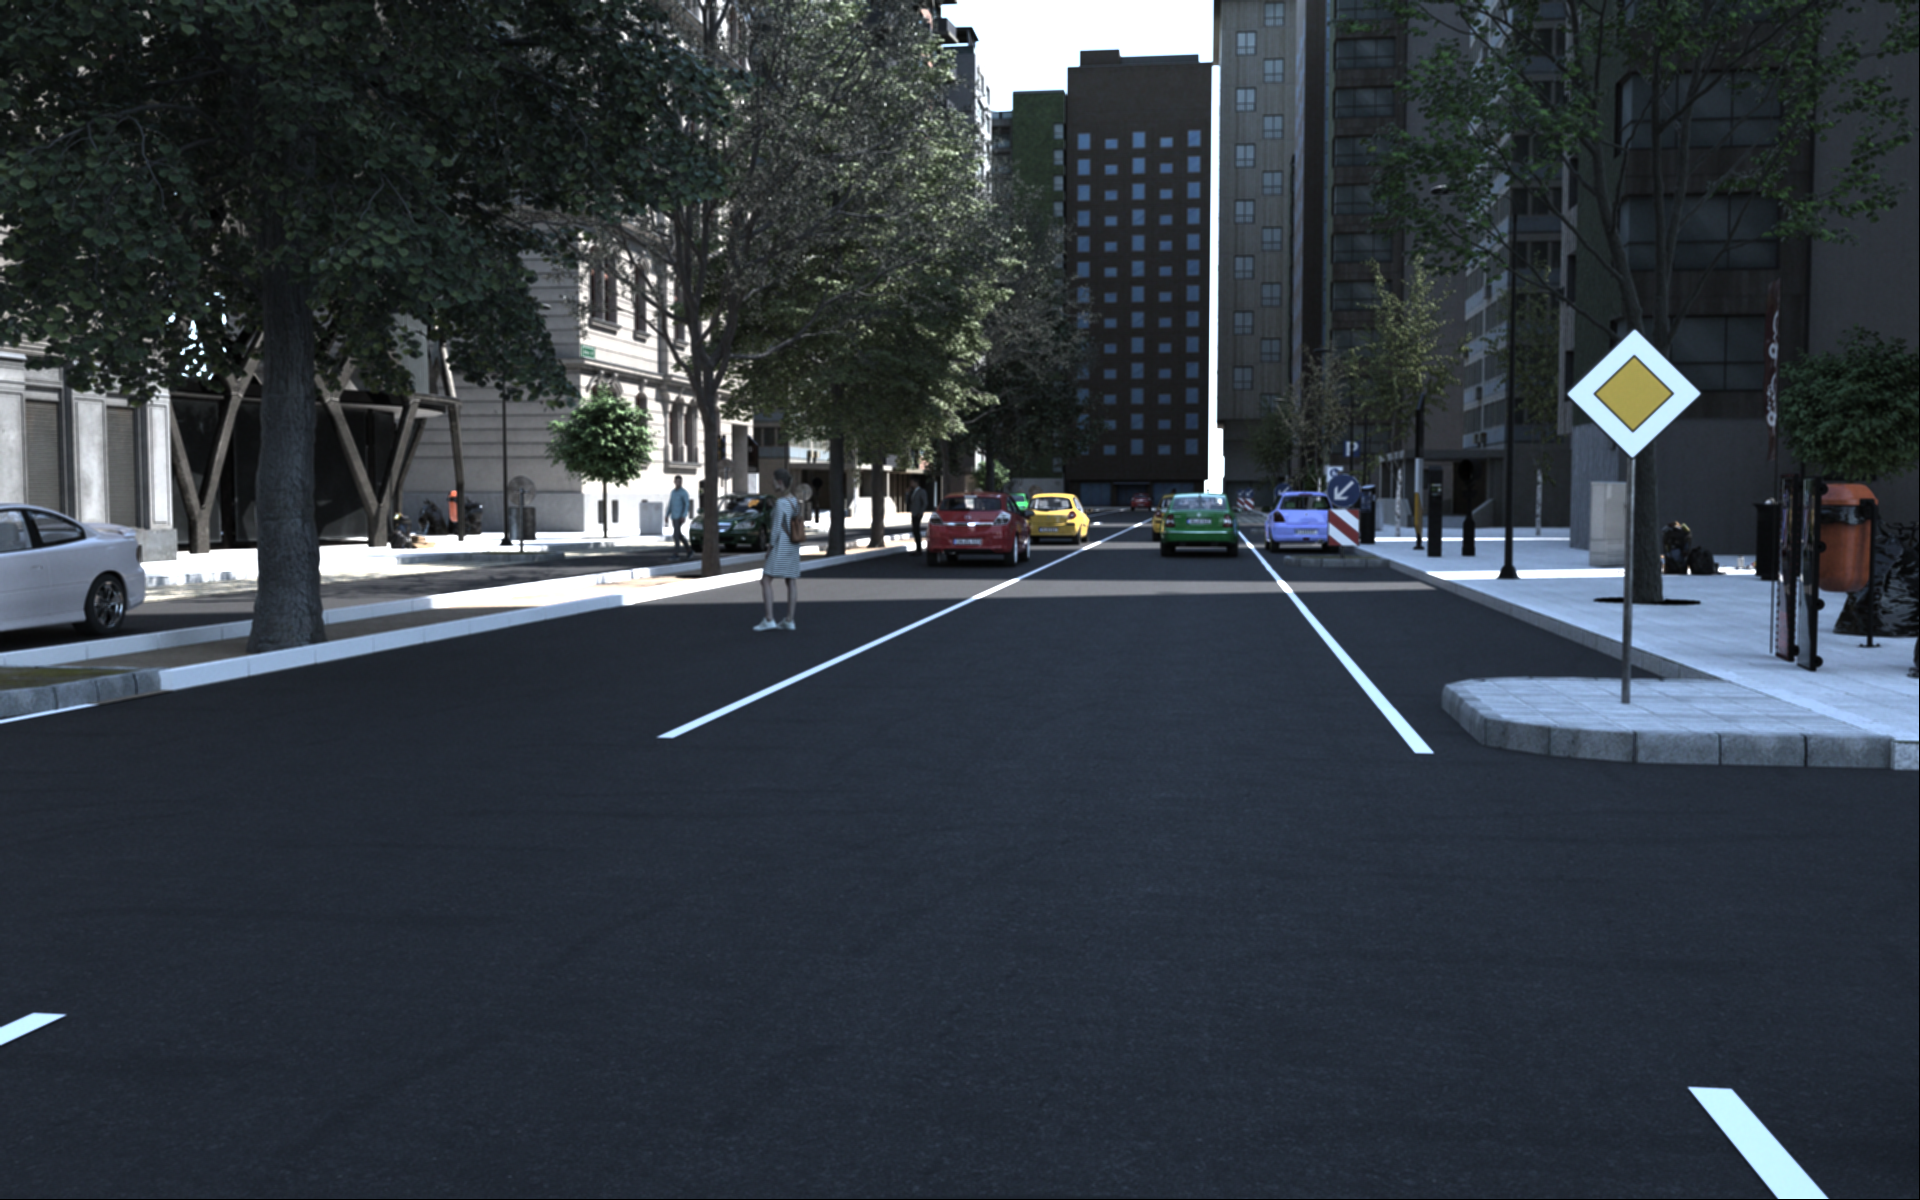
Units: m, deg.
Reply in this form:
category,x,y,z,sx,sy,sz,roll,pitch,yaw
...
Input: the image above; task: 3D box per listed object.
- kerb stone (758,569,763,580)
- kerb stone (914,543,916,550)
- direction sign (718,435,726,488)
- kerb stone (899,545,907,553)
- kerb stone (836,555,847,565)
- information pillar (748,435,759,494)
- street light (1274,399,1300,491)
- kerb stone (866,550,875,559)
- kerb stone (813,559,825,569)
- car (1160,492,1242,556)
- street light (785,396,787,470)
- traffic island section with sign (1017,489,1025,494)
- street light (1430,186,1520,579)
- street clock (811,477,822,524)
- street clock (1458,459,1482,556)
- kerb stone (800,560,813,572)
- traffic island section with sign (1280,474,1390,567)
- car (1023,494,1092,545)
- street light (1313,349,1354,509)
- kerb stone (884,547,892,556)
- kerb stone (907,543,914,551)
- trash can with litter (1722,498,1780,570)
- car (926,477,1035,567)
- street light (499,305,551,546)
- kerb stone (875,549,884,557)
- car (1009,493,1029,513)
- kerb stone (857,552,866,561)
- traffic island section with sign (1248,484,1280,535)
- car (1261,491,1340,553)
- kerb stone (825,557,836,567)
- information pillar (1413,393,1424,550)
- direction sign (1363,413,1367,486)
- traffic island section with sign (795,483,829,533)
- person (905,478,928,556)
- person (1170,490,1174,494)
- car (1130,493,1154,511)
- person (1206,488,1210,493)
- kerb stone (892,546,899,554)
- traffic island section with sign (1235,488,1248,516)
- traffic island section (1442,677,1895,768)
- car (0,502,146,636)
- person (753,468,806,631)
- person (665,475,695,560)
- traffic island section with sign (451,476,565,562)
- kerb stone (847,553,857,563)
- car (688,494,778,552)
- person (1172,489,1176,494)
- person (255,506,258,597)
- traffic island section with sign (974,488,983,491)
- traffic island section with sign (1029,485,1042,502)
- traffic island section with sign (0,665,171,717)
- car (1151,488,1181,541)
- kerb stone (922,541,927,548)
category,x,y,z,sx,sy,sz,roll,pitch,yaw
kerb stone,-3.388,-0.434,29.290,0.120,0.150,1.000,0,4,8
kerb stone,-1.226,-1.364,44.495,0.120,0.150,1.000,0,4,8
direction sign,-9.136,-4.555,66.479,0.379,3.537,0.876,-2,4,-26
kerb stone,-1.516,-1.240,42.471,0.120,0.150,1.000,0,4,8
kerb stone,-2.525,-0.806,35.372,0.120,0.150,1.000,0,4,8
information pillar,-8.212,-4.732,68.717,0.504,3.616,0.183,2,4,32
street light,16.051,-6.861,84.717,1.470,5.913,1.316,0,4,8
kerb stone,-2.087,-0.992,38.414,0.120,0.150,1.000,0,4,8
kerb stone,-2.810,-0.682,33.345,0.120,0.150,1.000,0,4,8
car,5.723,-1.983,41.226,1.959,1.807,4.718,1,4,9
street light,-6.632,-6.030,71.137,1.470,5.913,1.316,0,4,8
traffic island section with sign,5.002,-8.066,140.510,1.989,1.847,2.006,0,4,8
street light,7.788,-3.282,26.197,1.470,5.913,1.316,0,4,8
street clock,-6.226,-4.327,75.318,0.471,2.002,0.358,-1,4,-14
street clock,10.550,-1.915,35.877,0.358,2.002,0.471,-2,4,-26
kerb stone,-2.957,-0.620,32.331,0.120,0.150,1.000,0,4,8
traffic island section with sign,7.574,-1.612,34.977,1.989,1.847,2.006,0,4,8
car,2.794,-2.458,50.407,2.015,1.641,3.980,1,4,9
street light,11.994,-5.071,55.459,1.470,5.913,1.316,0,4,8
kerb stone,-1.790,-1.113,40.445,0.120,0.150,1.000,0,4,8
kerb stone,-1.368,-1.302,43.483,0.120,0.150,1.000,0,4,8
trash can with litter,13.675,-1.109,29.183,1.678,1.210,2.233,0,4,5
car,0.430,-1.637,35.801,2.155,1.783,4.494,0,4,7
street light,-10.709,-4.289,42.664,1.470,5.913,1.316,0,4,8
kerb stone,-1.945,-1.052,39.428,0.120,0.150,1.000,0,4,8
car,3.299,-5.830,104.119,1.959,1.807,4.718,0,4,7
kerb stone,-2.230,-0.930,37.398,0.120,0.150,1.000,0,4,8
traffic island section with sign,11.425,-3.260,61.927,1.989,1.847,2.006,0,4,8
car,8.589,-2.081,43.614,1.945,1.707,3.694,0,4,7
kerb stone,-2.672,-0.741,34.359,0.120,0.150,1.000,0,4,8
information pillar,10.601,-2.974,39.975,0.183,3.616,0.504,2,4,27
direction sign,11.450,-3.485,48.985,0.379,3.537,0.876,1,4,10
traffic island section with sign,-5.856,-3.394,64.123,1.989,1.847,2.006,0,4,8
person,-1.027,-1.942,40.436,0.473,1.802,0.592,-1,4,-14
person,18.599,-8.737,151.295,1.348,1.831,0.705,0,4,-7
car,15.848,-8.685,151.038,2.155,1.783,4.494,0,4,8
person,15.477,-6.081,108.023,1.348,1.812,0.705,-2,4,-25
kerb stone,-1.657,-1.175,41.459,0.120,0.150,1.000,0,4,8
traffic island section with sign,18.458,-6.284,111.364,1.989,1.847,2.006,0,4,8
traffic island section,4.100,0.713,10.623,2.009,0.180,2.903,0,4,8
car,-9.708,-0.244,16.358,2.083,1.381,4.827,0,4,7
person,-1.867,-0.538,18.302,0.522,1.701,0.512,1,4,18
person,-6.076,-1.799,37.776,0.748,1.841,0.638,-2,4,-35
traffic island section with sign,-9.667,-1.762,37.433,1.989,1.847,2.006,0,4,8
kerb stone,-2.383,-0.868,36.387,0.120,0.150,1.000,0,4,8
car,-5.537,-1.999,44.484,2.131,1.459,4.920,1,4,9
person,15.151,-6.951,122.178,0.705,1.821,1.348,-2,4,-25
person,-9.268,-0.846,23.341,0.512,1.701,0.522,-1,4,-10
traffic island section with sign,1.216,-6.434,113.821,1.989,1.847,2.006,0,4,8
traffic island section with sign,3.674,-4.777,86.236,2.006,1.907,1.989,0,4,8
traffic island section with sign,-6.912,-0.227,11.844,2.006,1.907,1.989,0,4,8
car,6.950,-2.685,54.116,2.015,1.641,3.980,1,4,10
kerb stone,-1.085,-1.426,45.508,0.120,0.150,1.000,0,4,8
